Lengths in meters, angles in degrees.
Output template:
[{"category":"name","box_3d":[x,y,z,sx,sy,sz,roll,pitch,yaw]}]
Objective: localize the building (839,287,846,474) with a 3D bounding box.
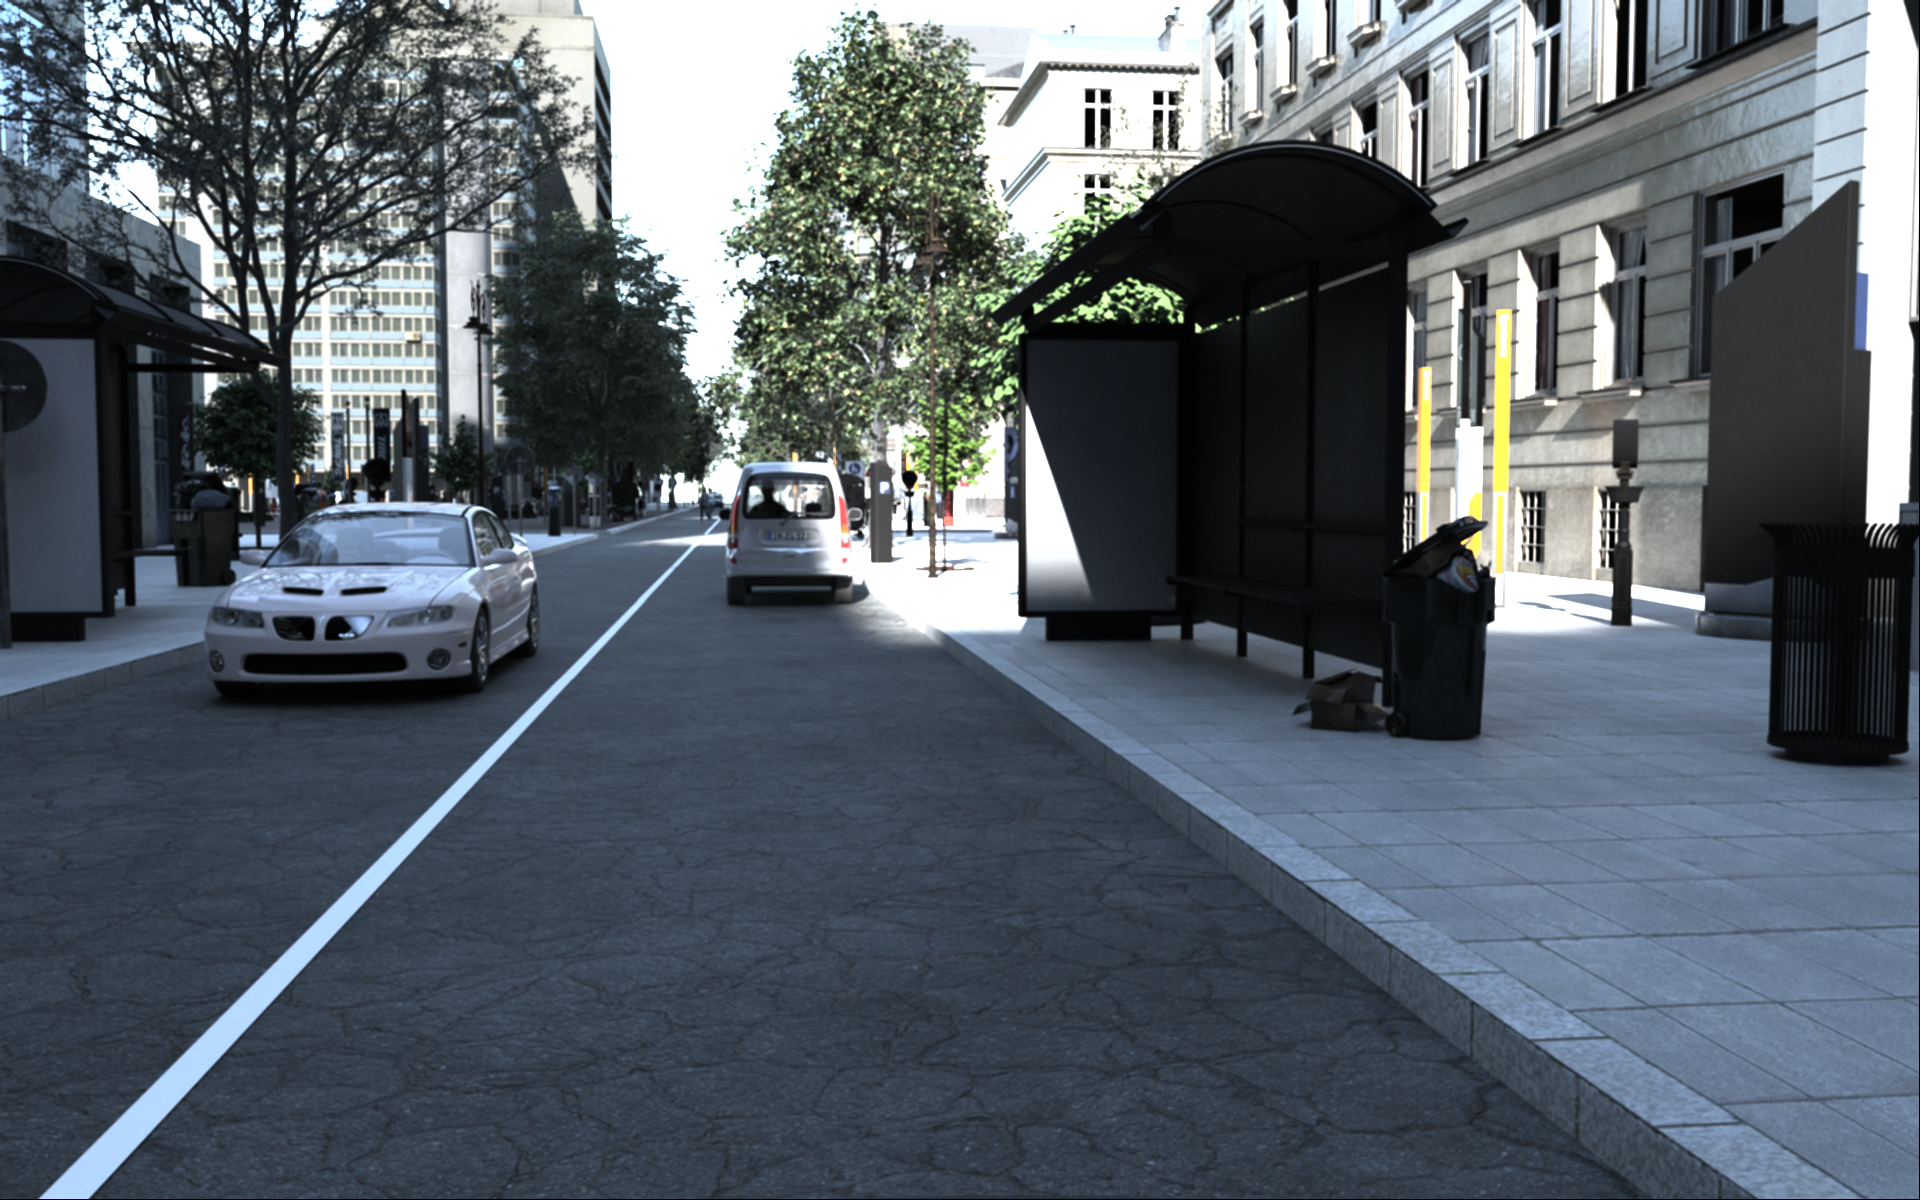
[{"category":"building","box_3d":[-11.975,-28.515,237.919,14.160,30.474,14.107,0,4,-7]}]

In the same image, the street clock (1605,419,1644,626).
[{"category":"street clock","box_3d":[6.465,-0.752,16.872,0.358,2.002,0.471,1,4,20]}]

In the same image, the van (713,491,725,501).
[{"category":"van","box_3d":[-31.672,-13.415,226.341,2.013,2.044,4.112,0,4,-7]}]

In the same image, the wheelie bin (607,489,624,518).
[{"category":"wheelie bin","box_3d":[-17.741,-4.980,89.332,0.980,1.594,0.693,-1,4,-23]}]

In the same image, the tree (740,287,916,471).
[{"category":"tree","box_3d":[-5.013,-8.471,72.916,7.601,10.594,8.767,-3,4,-36]}]

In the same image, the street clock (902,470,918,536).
[{"category":"street clock","box_3d":[-1.525,-2.927,52.422,0.471,2.002,0.358,0,4,4]}]

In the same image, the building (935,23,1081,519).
[{"category":"building","box_3d":[5.425,-18.655,102.268,12.463,27.353,25.104,0,4,-7]}]

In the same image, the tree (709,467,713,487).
[{"category":"tree","box_3d":[-40.068,-19.548,269.973,4.360,8.622,3.978,0,3,0]}]

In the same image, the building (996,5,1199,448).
[{"category":"building","box_3d":[19.901,-16.021,81.026,34.723,24.649,14.460,0,4,-7]}]

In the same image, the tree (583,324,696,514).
[{"category":"tree","box_3d":[-20.399,-11.743,110.127,7.486,12.596,7.792,0,3,0]}]

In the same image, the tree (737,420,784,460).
[{"category":"tree","box_3d":[-19.405,-15.926,178.524,7.486,12.596,7.792,0,3,0]}]

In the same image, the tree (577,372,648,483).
[{"category":"tree","box_3d":[-18.029,-8.584,90.704,4.360,8.622,3.978,0,3,0]}]

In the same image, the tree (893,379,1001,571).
[{"category":"tree","box_3d":[-0.127,-2.112,29.128,1.663,3.219,1.824,0,3,0]}]

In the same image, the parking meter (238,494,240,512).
[{"category":"parking meter","box_3d":[-48.701,-6.624,116.715,0.372,1.533,0.369,0,3,0]}]

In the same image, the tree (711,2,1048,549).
[{"category":"tree","box_3d":[-1.809,-7.564,40.683,9.611,12.733,9.660,0,3,0]}]

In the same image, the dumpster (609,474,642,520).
[{"category":"dumpster","box_3d":[-16.421,-5.042,84.937,1.502,2.255,1.985,0,4,-7]}]

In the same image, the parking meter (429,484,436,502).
[{"category":"parking meter","box_3d":[-30.738,-5.814,100.766,0.399,1.863,0.255,-2,4,-30]}]

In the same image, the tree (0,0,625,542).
[{"category":"tree","box_3d":[-10.426,-7.081,26.151,12.009,13.543,11.850,0,3,0]}]

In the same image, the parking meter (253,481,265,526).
[{"category":"parking meter","box_3d":[-27.917,-3.872,69.019,0.255,1.863,0.399,3,5,40]}]

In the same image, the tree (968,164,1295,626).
[{"category":"tree","box_3d":[1.809,-2.056,17.337,4.285,4.588,4.351,0,3,0]}]

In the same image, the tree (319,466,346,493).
[{"category":"tree","box_3d":[-39.269,-6.934,107.968,1.663,3.219,1.824,0,3,0]}]

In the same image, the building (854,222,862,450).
[{"category":"building","box_3d":[-3.383,-29.684,168.921,14.154,41.232,14.086,0,4,-7]}]

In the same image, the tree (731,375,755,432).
[{"category":"tree","box_3d":[-29.688,-24.568,257.571,12.611,20.169,13.585,0,3,0]}]

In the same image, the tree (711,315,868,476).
[{"category":"tree","box_3d":[-9.387,-11.503,98.440,12.009,13.543,11.850,0,3,0]}]

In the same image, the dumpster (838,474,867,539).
[{"category":"dumpster","box_3d":[-3.323,-2.688,49.712,1.264,1.857,1.865,0,4,-7]}]

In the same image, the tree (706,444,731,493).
[{"category":"tree","box_3d":[-41.388,-22.029,285.923,9.928,11.665,9.643,0,3,0]}]

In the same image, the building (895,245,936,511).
[{"category":"building","box_3d":[2.108,-17.453,127.156,13.314,21.916,24.055,0,4,-7]}]

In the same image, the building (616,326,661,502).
[{"category":"building","box_3d":[-56.823,-31.430,285.575,14.160,30.474,14.107,0,4,-7]}]

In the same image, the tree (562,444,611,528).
[{"category":"tree","box_3d":[-14.153,-4.396,66.482,1.663,3.219,1.824,0,3,0]}]

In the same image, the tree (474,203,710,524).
[{"category":"tree","box_3d":[-15.735,-10.298,75.034,9.857,13.997,8.962,0,3,0]}]

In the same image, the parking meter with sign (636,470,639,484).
[{"category":"parking meter with sign","box_3d":[-23.082,-7.779,123.448,0.543,3.016,1.738,1,4,12]}]

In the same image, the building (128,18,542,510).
[{"category":"building","box_3d":[-48.856,-27.753,145.637,32.217,40.220,23.993,0,4,-7]}]

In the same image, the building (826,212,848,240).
[{"category":"building","box_3d":[-10.645,-43.870,259.272,21.231,58.520,28.212,0,4,-7]}]

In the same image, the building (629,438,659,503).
[{"category":"building","box_3d":[-60.487,-25.563,262.999,27.650,21.520,28.899,0,4,-7]}]

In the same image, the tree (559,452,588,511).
[{"category":"tree","box_3d":[-29.267,-9.116,132.762,4.285,4.588,4.351,0,3,0]}]

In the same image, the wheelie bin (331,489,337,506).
[{"category":"wheelie bin","box_3d":[-36.784,-5.694,101.011,0.980,1.594,0.693,0,4,8]}]

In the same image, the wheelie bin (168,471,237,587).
[{"category":"wheelie bin","box_3d":[-10.561,-0.994,24.166,0.980,1.594,0.693,1,4,23]}]

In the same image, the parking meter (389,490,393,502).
[{"category":"parking meter","box_3d":[-38.147,-6.606,116.415,0.372,1.533,0.369,0,3,0]}]

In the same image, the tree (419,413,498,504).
[{"category":"tree","box_3d":[-11.835,-2.871,41.548,1.663,3.219,1.824,0,3,0]}]

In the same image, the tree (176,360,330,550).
[{"category":"tree","box_3d":[-16.309,-3.465,40.374,4.285,4.588,4.351,0,3,0]}]

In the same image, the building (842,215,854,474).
[{"category":"building","box_3d":[-1.601,-35.005,191.947,23.786,49.044,30.456,0,4,-7]}]

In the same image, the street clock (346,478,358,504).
[{"category":"street clock","box_3d":[-27.006,-4.429,76.984,0.358,2.002,0.471,3,5,40]}]

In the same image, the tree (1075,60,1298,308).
[{"category":"tree","box_3d":[3.807,-4.906,30.578,4.360,8.622,3.978,0,3,0]}]

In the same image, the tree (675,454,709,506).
[{"category":"tree","box_3d":[-29.541,-14.529,187.912,4.360,8.622,3.978,0,3,0]}]

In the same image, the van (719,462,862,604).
[{"category":"van","box_3d":[-2.340,-1.033,23.901,2.013,2.044,4.112,0,4,-5]}]

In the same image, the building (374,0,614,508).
[{"category":"building","box_3d":[-45.361,-33.336,168.745,21.300,48.544,21.600,0,4,-7]}]

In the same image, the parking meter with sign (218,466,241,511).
[{"category":"parking meter with sign","box_3d":[-47.296,-7.083,112.067,1.738,3.016,0.543,1,4,13]}]

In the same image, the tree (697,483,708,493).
[{"category":"tree","box_3d":[-38.987,-16.410,262.906,1.663,3.219,1.824,0,3,0]}]

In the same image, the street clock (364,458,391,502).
[{"category":"street clock","box_3d":[-11.833,-1.874,35.206,0.471,2.002,0.358,-3,5,-40]}]

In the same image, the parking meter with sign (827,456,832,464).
[{"category":"parking meter with sign","box_3d":[-5.895,-5.123,80.025,0.543,3.016,1.738,0,4,-7]}]

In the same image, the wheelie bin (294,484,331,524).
[{"category":"wheelie bin","box_3d":[-19.597,-2.694,51.947,0.693,1.594,0.980,2,4,31]}]

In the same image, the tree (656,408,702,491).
[{"category":"tree","box_3d":[-23.661,-11.795,143.217,4.737,8.622,4.395,0,3,0]}]

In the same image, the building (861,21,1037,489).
[{"category":"building","box_3d":[-1.039,-28.816,154.728,14.154,41.232,14.086,0,4,-7]}]
